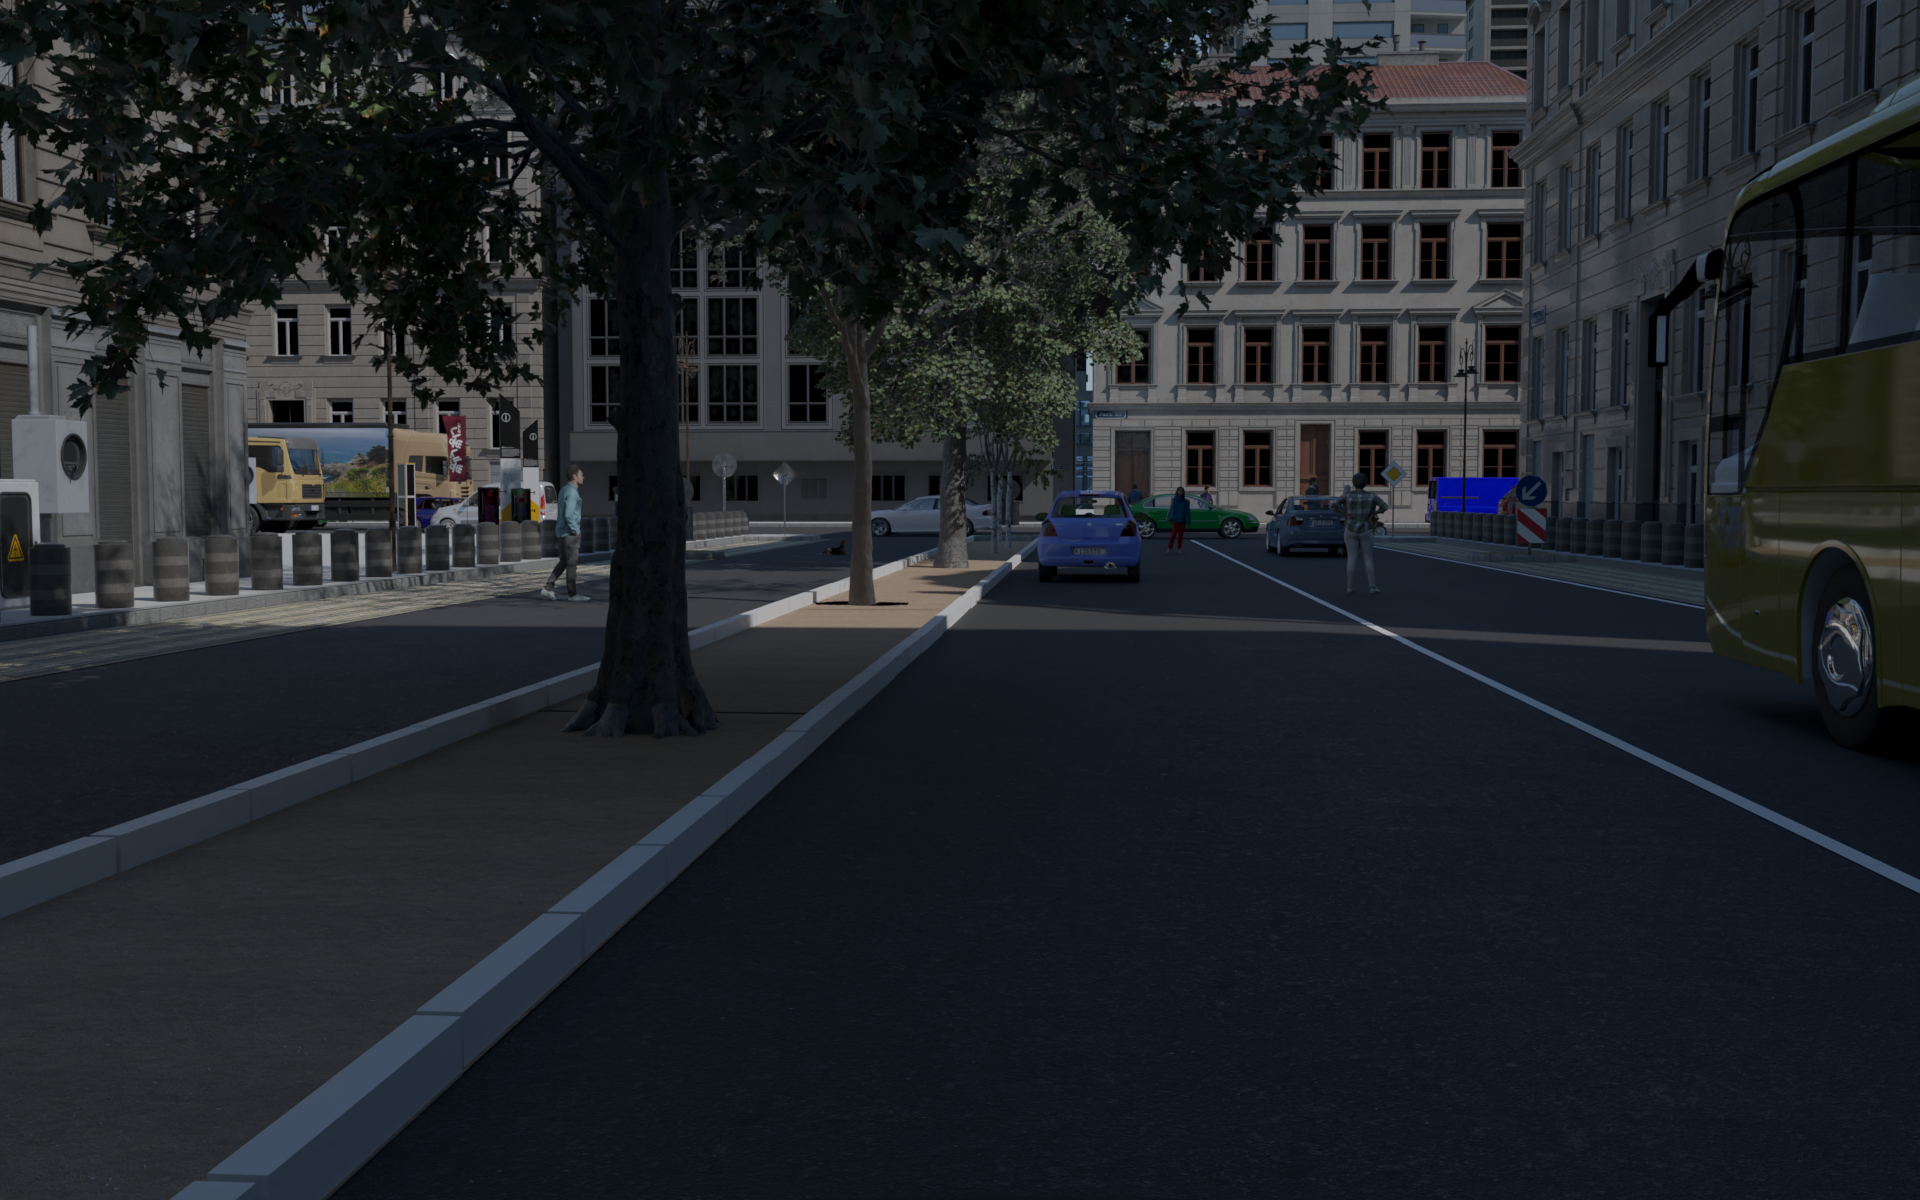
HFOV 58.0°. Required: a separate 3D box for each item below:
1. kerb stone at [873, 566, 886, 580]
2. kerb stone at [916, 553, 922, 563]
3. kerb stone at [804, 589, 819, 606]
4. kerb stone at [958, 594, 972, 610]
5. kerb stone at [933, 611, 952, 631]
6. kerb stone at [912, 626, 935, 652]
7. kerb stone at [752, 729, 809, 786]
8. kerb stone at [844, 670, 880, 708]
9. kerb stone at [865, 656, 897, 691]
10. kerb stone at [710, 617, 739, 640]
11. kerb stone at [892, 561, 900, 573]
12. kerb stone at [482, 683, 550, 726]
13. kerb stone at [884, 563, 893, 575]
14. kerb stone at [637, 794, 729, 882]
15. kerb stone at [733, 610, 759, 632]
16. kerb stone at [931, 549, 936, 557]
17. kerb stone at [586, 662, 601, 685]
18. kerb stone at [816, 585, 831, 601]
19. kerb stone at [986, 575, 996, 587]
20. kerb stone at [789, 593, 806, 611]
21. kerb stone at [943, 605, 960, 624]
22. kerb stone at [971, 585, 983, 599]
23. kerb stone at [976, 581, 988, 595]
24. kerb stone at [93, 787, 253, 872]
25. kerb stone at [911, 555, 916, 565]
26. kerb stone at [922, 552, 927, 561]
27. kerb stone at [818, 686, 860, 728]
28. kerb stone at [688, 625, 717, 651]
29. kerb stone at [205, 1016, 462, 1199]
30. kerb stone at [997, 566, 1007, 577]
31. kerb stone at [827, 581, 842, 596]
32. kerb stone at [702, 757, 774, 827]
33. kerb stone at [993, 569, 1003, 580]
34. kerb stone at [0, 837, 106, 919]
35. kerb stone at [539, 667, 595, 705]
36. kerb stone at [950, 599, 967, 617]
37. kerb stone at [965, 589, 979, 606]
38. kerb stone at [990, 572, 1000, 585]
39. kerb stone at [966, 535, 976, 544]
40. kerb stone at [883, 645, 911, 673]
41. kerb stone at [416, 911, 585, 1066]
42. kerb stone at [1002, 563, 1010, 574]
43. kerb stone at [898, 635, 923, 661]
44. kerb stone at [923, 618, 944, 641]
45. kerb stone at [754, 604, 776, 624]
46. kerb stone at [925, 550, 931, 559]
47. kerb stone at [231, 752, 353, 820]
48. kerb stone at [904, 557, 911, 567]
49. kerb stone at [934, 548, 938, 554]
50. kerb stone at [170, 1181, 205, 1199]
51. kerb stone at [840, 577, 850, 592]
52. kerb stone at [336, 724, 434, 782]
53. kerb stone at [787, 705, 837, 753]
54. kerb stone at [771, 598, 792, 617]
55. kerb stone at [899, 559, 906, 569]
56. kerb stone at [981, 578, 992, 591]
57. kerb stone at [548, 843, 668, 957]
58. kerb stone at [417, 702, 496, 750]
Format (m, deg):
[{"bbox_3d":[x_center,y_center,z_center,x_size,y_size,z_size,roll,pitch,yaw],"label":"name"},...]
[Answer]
[{"bbox_3d":[-1.428,-0.449,29.541,0.120,0.150,1.000,0,4,4],"label":"kerb stone"},{"bbox_3d":[-0.942,-0.826,35.713,0.120,0.150,1.000,0,4,4],"label":"kerb stone"},{"bbox_3d":[-1.991,-0.010,22.367,0.120,0.150,1.000,0,4,4],"label":"kerb stone"},{"bbox_3d":[0.023,0.062,21.178,0.120,0.150,1.000,0,4,4],"label":"kerb stone"},{"bbox_3d":[-0.214,0.250,18.110,0.120,0.150,1.000,0,4,4],"label":"kerb stone"},{"bbox_3d":[-0.362,0.375,16.066,0.120,0.150,1.000,0,4,4],"label":"kerb stone"},{"bbox_3d":[-0.929,0.820,8.896,0.120,0.150,1.000,0,4,4],"label":"kerb stone"},{"bbox_3d":[-0.689,0.626,11.962,0.120,0.150,1.000,0,4,4],"label":"kerb stone"},{"bbox_3d":[-0.609,0.563,12.989,0.120,0.150,1.000,0,4,4],"label":"kerb stone"},{"bbox_3d":[-2.386,0.306,17.244,0.120,0.150,1.000,0,4,4],"label":"kerb stone"},{"bbox_3d":[-1.265,-0.575,31.604,0.120,0.150,1.000,0,4,4],"label":"kerb stone"},{"bbox_3d":[-2.864,0.678,11.108,0.120,0.150,1.000,0,4,4],"label":"kerb stone"},{"bbox_3d":[-1.344,-0.513,30.575,0.120,0.150,1.000,0,4,4],"label":"kerb stone"},{"bbox_3d":[-1.091,0.938,6.851,0.120,0.150,1.000,0,4,4],"label":"kerb stone"},{"bbox_3d":[-2.308,0.241,18.268,0.120,0.150,1.000,0,4,4],"label":"kerb stone"},{"bbox_3d":[-0.705,-1.015,38.792,0.120,0.150,1.000,0,4,4],"label":"kerb stone"},{"bbox_3d":[-2.701,0.554,13.157,0.120,0.150,1.000,0,4,4],"label":"kerb stone"},{"bbox_3d":[-1.908,-0.073,23.388,0.120,0.150,1.000,0,4,4],"label":"kerb stone"},{"bbox_3d":[0.426,-0.249,26.296,0.120,0.150,1.000,0,4,4],"label":"kerb stone"},{"bbox_3d":[-2.072,0.052,21.345,0.120,0.150,1.000,0,4,4],"label":"kerb stone"},{"bbox_3d":[-0.129,0.189,19.131,0.120,0.150,1.000,0,4,4],"label":"kerb stone"},{"bbox_3d":[0.180,-0.063,23.223,0.120,0.150,1.000,0,4,4],"label":"kerb stone"},{"bbox_3d":[0.266,-0.125,24.244,0.120,0.150,1.000,0,4,4],"label":"kerb stone"},{"bbox_3d":[-3.178,0.928,7.019,0.120,0.150,1.000,0,4,4],"label":"kerb stone"},{"bbox_3d":[-1.035,-0.764,34.686,0.120,0.150,1.000,0,4,4],"label":"kerb stone"},{"bbox_3d":[-0.863,-0.890,36.742,0.120,0.150,1.000,0,4,4],"label":"kerb stone"},{"bbox_3d":[-0.777,0.690,10.939,0.120,0.150,1.000,0,4,4],"label":"kerb stone"},{"bbox_3d":[-2.465,0.367,16.222,0.120,0.150,1.000,0,4,4],"label":"kerb stone"},{"bbox_3d":[-1.326,1.130,3.774,0.120,0.150,1.000,0,4,4],"label":"kerb stone"},{"bbox_3d":[0.666,-0.439,29.379,0.120,0.150,1.000,0,4,4],"label":"kerb stone"},{"bbox_3d":[-1.832,-0.136,24.413,0.120,0.150,1.000,0,4,4],"label":"kerb stone"},{"bbox_3d":[-1.009,0.876,7.873,0.120,0.150,1.000,0,4,4],"label":"kerb stone"},{"bbox_3d":[0.584,-0.377,28.353,0.120,0.150,1.000,0,4,4],"label":"kerb stone"},{"bbox_3d":[-3.261,0.993,5.997,0.120,0.150,1.000,0,4,4],"label":"kerb stone"},{"bbox_3d":[-2.781,0.615,12.135,0.120,0.150,1.000,0,4,4],"label":"kerb stone"},{"bbox_3d":[-0.050,0.126,20.156,0.120,0.150,1.000,0,4,4],"label":"kerb stone"},{"bbox_3d":[0.119,0.000,22.199,0.120,0.150,1.000,0,4,4],"label":"kerb stone"},{"bbox_3d":[0.510,-0.309,27.323,0.120,0.150,1.000,0,4,4],"label":"kerb stone"},{"bbox_3d":[0.331,-1.829,52.104,0.120,0.150,1.000,0,4,4],"label":"kerb stone"},{"bbox_3d":[-0.534,0.501,14.012,0.120,0.150,1.000,0,4,4],"label":"kerb stone"},{"bbox_3d":[-1.252,1.064,4.796,0.120,0.150,1.000,0,4,4],"label":"kerb stone"},{"bbox_3d":[0.742,-0.502,30.400,0.120,0.150,1.000,0,4,4],"label":"kerb stone"},{"bbox_3d":[-0.451,0.440,15.045,0.120,0.150,1.000,0,4,4],"label":"kerb stone"},{"bbox_3d":[-0.285,0.312,17.087,0.120,0.150,1.000,0,4,4],"label":"kerb stone"},{"bbox_3d":[-2.225,0.178,19.289,0.120,0.150,1.000,0,4,4],"label":"kerb stone"},{"bbox_3d":[-0.783,-0.952,37.765,0.120,0.150,1.000,0,4,4],"label":"kerb stone"},{"bbox_3d":[-3.104,0.866,8.041,0.120,0.150,1.000,0,4,4],"label":"kerb stone"},{"bbox_3d":[-1.111,-0.701,33.652,0.120,0.150,1.000,0,4,4],"label":"kerb stone"},{"bbox_3d":[-0.623,-1.073,39.814,0.120,0.150,1.000,0,4,4],"label":"kerb stone"},{"bbox_3d":[-1.416,1.196,2.753,0.120,0.150,1.000,0,4,4],"label":"kerb stone"},{"bbox_3d":[-1.738,-0.197,25.436,0.120,0.150,1.000,0,4,4],"label":"kerb stone"},{"bbox_3d":[-3.017,0.803,9.062,0.120,0.150,1.000,0,4,4],"label":"kerb stone"},{"bbox_3d":[-0.853,0.751,9.917,0.120,0.150,1.000,0,4,4],"label":"kerb stone"},{"bbox_3d":[-2.153,0.115,20.311,0.120,0.150,1.000,0,4,4],"label":"kerb stone"},{"bbox_3d":[-1.186,-0.638,32.626,0.120,0.150,1.000,0,4,4],"label":"kerb stone"},{"bbox_3d":[0.344,-0.188,25.275,0.120,0.150,1.000,0,4,4],"label":"kerb stone"},{"bbox_3d":[-1.172,1.001,5.823,0.120,0.150,1.000,0,4,4],"label":"kerb stone"},{"bbox_3d":[-2.947,0.741,10.084,0.120,0.150,1.000,0,4,4],"label":"kerb stone"}]
